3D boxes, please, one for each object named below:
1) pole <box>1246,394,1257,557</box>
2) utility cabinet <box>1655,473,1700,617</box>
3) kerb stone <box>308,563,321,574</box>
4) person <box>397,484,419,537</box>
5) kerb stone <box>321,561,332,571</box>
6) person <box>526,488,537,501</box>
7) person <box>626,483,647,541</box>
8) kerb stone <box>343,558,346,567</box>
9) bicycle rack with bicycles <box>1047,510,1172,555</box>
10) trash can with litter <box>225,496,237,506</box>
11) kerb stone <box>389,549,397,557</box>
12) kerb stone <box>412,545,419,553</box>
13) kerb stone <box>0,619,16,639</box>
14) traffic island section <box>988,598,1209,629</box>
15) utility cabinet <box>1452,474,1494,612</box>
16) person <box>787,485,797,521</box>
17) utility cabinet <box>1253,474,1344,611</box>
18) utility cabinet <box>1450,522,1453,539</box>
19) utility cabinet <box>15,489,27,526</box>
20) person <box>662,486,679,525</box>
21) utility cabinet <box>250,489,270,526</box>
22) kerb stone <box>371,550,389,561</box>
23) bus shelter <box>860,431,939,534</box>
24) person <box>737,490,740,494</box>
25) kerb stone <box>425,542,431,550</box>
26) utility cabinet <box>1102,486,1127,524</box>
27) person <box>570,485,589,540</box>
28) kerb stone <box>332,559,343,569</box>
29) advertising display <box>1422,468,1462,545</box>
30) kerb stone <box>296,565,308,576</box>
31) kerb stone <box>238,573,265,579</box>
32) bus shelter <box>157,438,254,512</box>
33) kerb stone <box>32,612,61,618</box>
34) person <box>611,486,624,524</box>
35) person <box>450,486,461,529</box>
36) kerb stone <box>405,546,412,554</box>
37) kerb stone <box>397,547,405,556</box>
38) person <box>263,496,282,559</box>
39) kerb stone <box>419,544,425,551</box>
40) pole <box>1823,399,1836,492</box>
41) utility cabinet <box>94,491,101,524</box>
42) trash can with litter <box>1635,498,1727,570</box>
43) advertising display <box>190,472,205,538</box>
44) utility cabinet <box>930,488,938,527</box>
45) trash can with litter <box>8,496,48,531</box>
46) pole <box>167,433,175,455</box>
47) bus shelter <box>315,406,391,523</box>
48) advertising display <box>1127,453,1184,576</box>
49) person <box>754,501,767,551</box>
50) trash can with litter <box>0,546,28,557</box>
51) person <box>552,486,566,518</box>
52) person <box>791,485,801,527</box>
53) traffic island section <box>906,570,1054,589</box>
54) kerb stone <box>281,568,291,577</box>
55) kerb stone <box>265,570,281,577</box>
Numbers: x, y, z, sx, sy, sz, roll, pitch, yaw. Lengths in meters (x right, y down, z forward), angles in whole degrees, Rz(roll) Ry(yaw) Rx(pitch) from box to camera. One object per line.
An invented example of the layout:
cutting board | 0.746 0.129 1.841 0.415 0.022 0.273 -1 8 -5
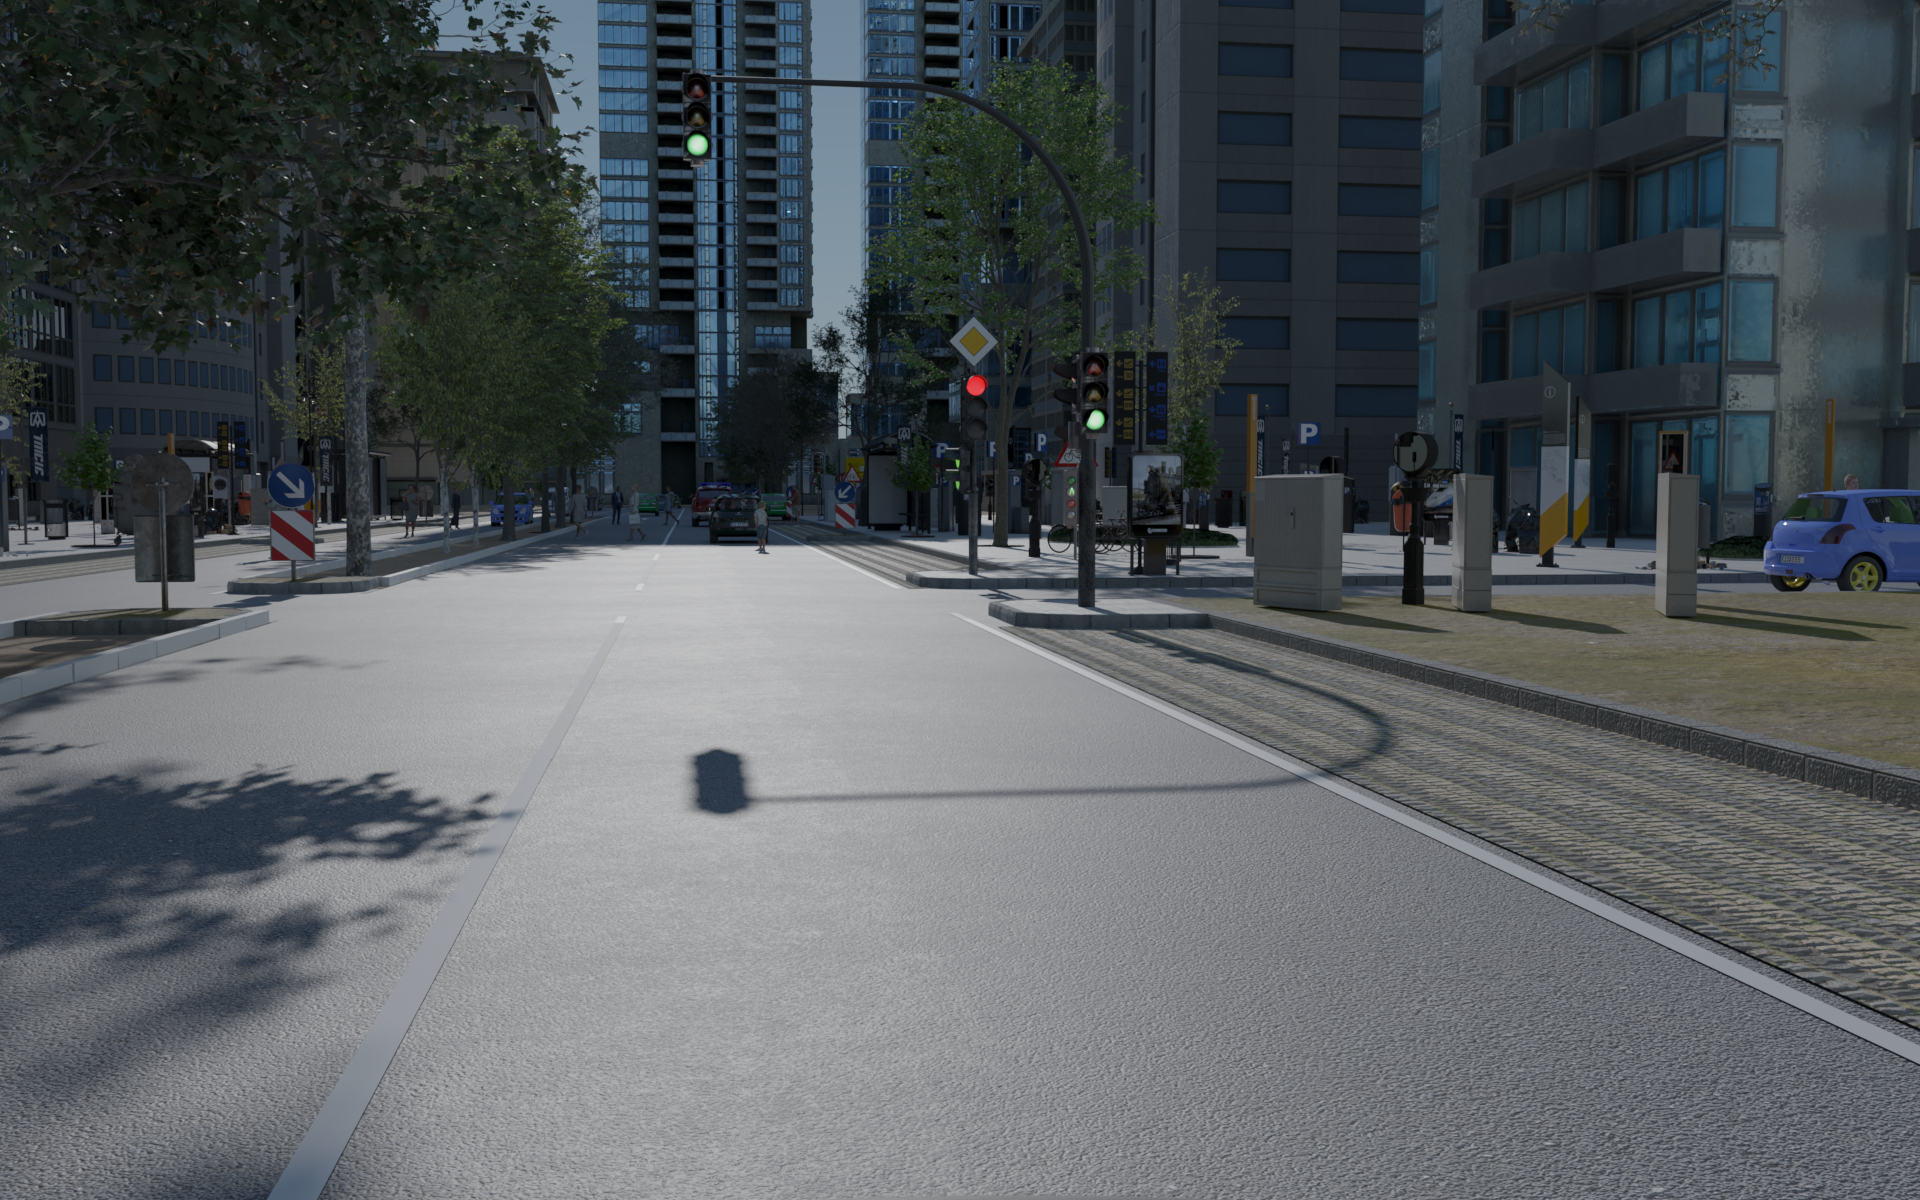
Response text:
pole | 5.980 -2.549 35.511 0.158 3.312 0.155 0 3 0
utility cabinet | 7.618 -0.593 18.381 0.318 1.500 1.173 1 4 17
kerb stone | -11.665 -0.539 31.014 0.120 0.150 1.000 -1 4 -9
person | -18.452 -3.000 57.910 0.716 1.782 0.532 -1 4 -12
kerb stone | -11.828 -0.601 32.028 0.120 0.150 1.000 -1 4 -9
person | -30.017 -6.856 120.584 0.705 1.826 1.348 2 4 33
person | -9.933 -2.705 53.076 0.624 1.780 0.694 -1 4 -8
kerb stone | -12.133 -0.725 34.050 0.120 0.150 1.000 -1 4 -9
bicycle rack with bicycles | 3.344 -1.479 37.559 2.925 0.926 2.852 0 4 -6
trash can with litter | -40.189 -5.110 94.940 0.624 1.170 1.055 3 4 36
kerb stone | -12.915 -1.033 39.116 0.120 0.150 1.000 -1 4 -9
kerb stone | -13.380 -1.221 42.162 0.120 0.150 1.000 -1 4 -9
kerb stone | -9.545 0.297 17.334 0.120 0.150 1.000 -1 4 -9
traffic island section | 1.453 0.154 19.756 2.009 0.180 2.903 -1 4 -9
utility cabinet | 5.677 -0.641 19.167 0.318 1.500 1.173 1 4 10
person | -7.857 -4.492 81.722 0.659 1.850 0.755 -3 4 -37
utility cabinet | 3.738 -0.646 19.243 0.318 1.500 1.173 -2 4 -28
utility cabinet | 14.332 -2.329 49.233 0.306 1.237 1.020 -2 4 -27
utility cabinet | -37.704 -3.722 69.528 0.318 1.500 1.173 -2 4 -34
person | -13.335 -4.345 79.631 0.778 1.811 0.616 -1 4 -20
utility cabinet | -27.689 -3.693 69.060 1.173 1.500 0.318 1 4 18
kerb stone | -12.759 -0.971 38.106 0.120 0.150 1.000 -1 4 -9
bus shelter | -2.079 -3.913 57.896 2.014 3.302 5.546 -1 4 -9
person | -21.931 -10.008 172.231 0.705 1.812 1.348 3 5 42
kerb stone | -13.702 -1.345 44.181 0.120 0.150 1.000 -1 4 -9
utility cabinet | 4.685 -2.576 50.804 0.318 1.500 1.173 -3 4 -37
person | -11.920 -2.761 54.385 0.760 1.731 0.466 2 4 26
kerb stone | -11.979 -0.659 33.039 0.120 0.150 1.000 -1 4 -9
advertising display | 12.116 -2.344 43.544 0.974 1.923 0.123 3 4 36
kerb stone | -11.515 -0.477 30.002 0.120 0.150 1.000 -1 4 -9
kerb stone | -11.047 -0.292 26.971 0.120 0.150 1.000 -1 4 -9
bus shelter | -28.473 -4.386 65.627 2.014 3.302 5.546 -1 4 -9
kerb stone | -9.711 0.236 18.343 0.120 0.150 1.000 -1 4 -9
person | -16.255 -4.486 82.025 0.721 1.800 0.419 -2 4 -35
person | -20.535 -3.759 70.383 0.534 1.772 0.576 -2 4 -27
kerb stone | -13.229 -1.158 41.143 0.120 0.150 1.000 -1 4 -9
kerb stone | -13.073 -1.097 40.129 0.120 0.150 1.000 -1 4 -9
person | -15.105 -1.800 38.103 0.511 1.800 0.466 3 5 41
kerb stone | -13.545 -1.283 43.171 0.120 0.150 1.000 -1 4 -9
pole | 18.677 -2.654 37.236 0.158 3.312 0.155 0 3 0
utility cabinet | -36.833 -4.029 74.546 0.318 1.500 1.173 0 4 6
trash can with litter | 12.421 -1.155 29.946 2.233 1.210 1.678 -2 4 -28
advertising display | -22.354 -2.786 50.760 0.123 1.923 0.974 -3 5 -41
utility cabinet | -0.892 -3.490 65.735 1.173 1.500 0.318 1 4 21
trash can with litter | -33.091 -3.051 60.934 2.233 1.210 1.678 1 4 16
pole | -26.389 -3.925 58.016 0.158 3.312 0.155 0 3 0
bus shelter | -28.775 -6.382 81.973 2.179 5.291 8.768 -1 4 -9
advertising display | 3.067 -1.346 27.221 0.974 1.923 0.123 -2 4 -26
person | -5.000 -1.848 43.395 0.332 1.250 0.352 0 4 7
trash can with litter | -20.447 -1.496 35.524 2.233 1.210 1.678 1 4 22
person | -18.358 -4.318 79.206 0.635 1.810 0.391 -3 4 -38
person | -7.058 -4.037 74.485 0.573 1.828 0.580 -3 5 -41
traffic island section | 0.234 -0.328 27.648 2.009 0.180 2.903 -1 4 -9
kerb stone | -11.359 -0.412 28.992 0.120 0.150 1.000 -1 4 -9
kerb stone | -11.202 -0.354 27.982 0.120 0.150 1.000 -1 4 -9
